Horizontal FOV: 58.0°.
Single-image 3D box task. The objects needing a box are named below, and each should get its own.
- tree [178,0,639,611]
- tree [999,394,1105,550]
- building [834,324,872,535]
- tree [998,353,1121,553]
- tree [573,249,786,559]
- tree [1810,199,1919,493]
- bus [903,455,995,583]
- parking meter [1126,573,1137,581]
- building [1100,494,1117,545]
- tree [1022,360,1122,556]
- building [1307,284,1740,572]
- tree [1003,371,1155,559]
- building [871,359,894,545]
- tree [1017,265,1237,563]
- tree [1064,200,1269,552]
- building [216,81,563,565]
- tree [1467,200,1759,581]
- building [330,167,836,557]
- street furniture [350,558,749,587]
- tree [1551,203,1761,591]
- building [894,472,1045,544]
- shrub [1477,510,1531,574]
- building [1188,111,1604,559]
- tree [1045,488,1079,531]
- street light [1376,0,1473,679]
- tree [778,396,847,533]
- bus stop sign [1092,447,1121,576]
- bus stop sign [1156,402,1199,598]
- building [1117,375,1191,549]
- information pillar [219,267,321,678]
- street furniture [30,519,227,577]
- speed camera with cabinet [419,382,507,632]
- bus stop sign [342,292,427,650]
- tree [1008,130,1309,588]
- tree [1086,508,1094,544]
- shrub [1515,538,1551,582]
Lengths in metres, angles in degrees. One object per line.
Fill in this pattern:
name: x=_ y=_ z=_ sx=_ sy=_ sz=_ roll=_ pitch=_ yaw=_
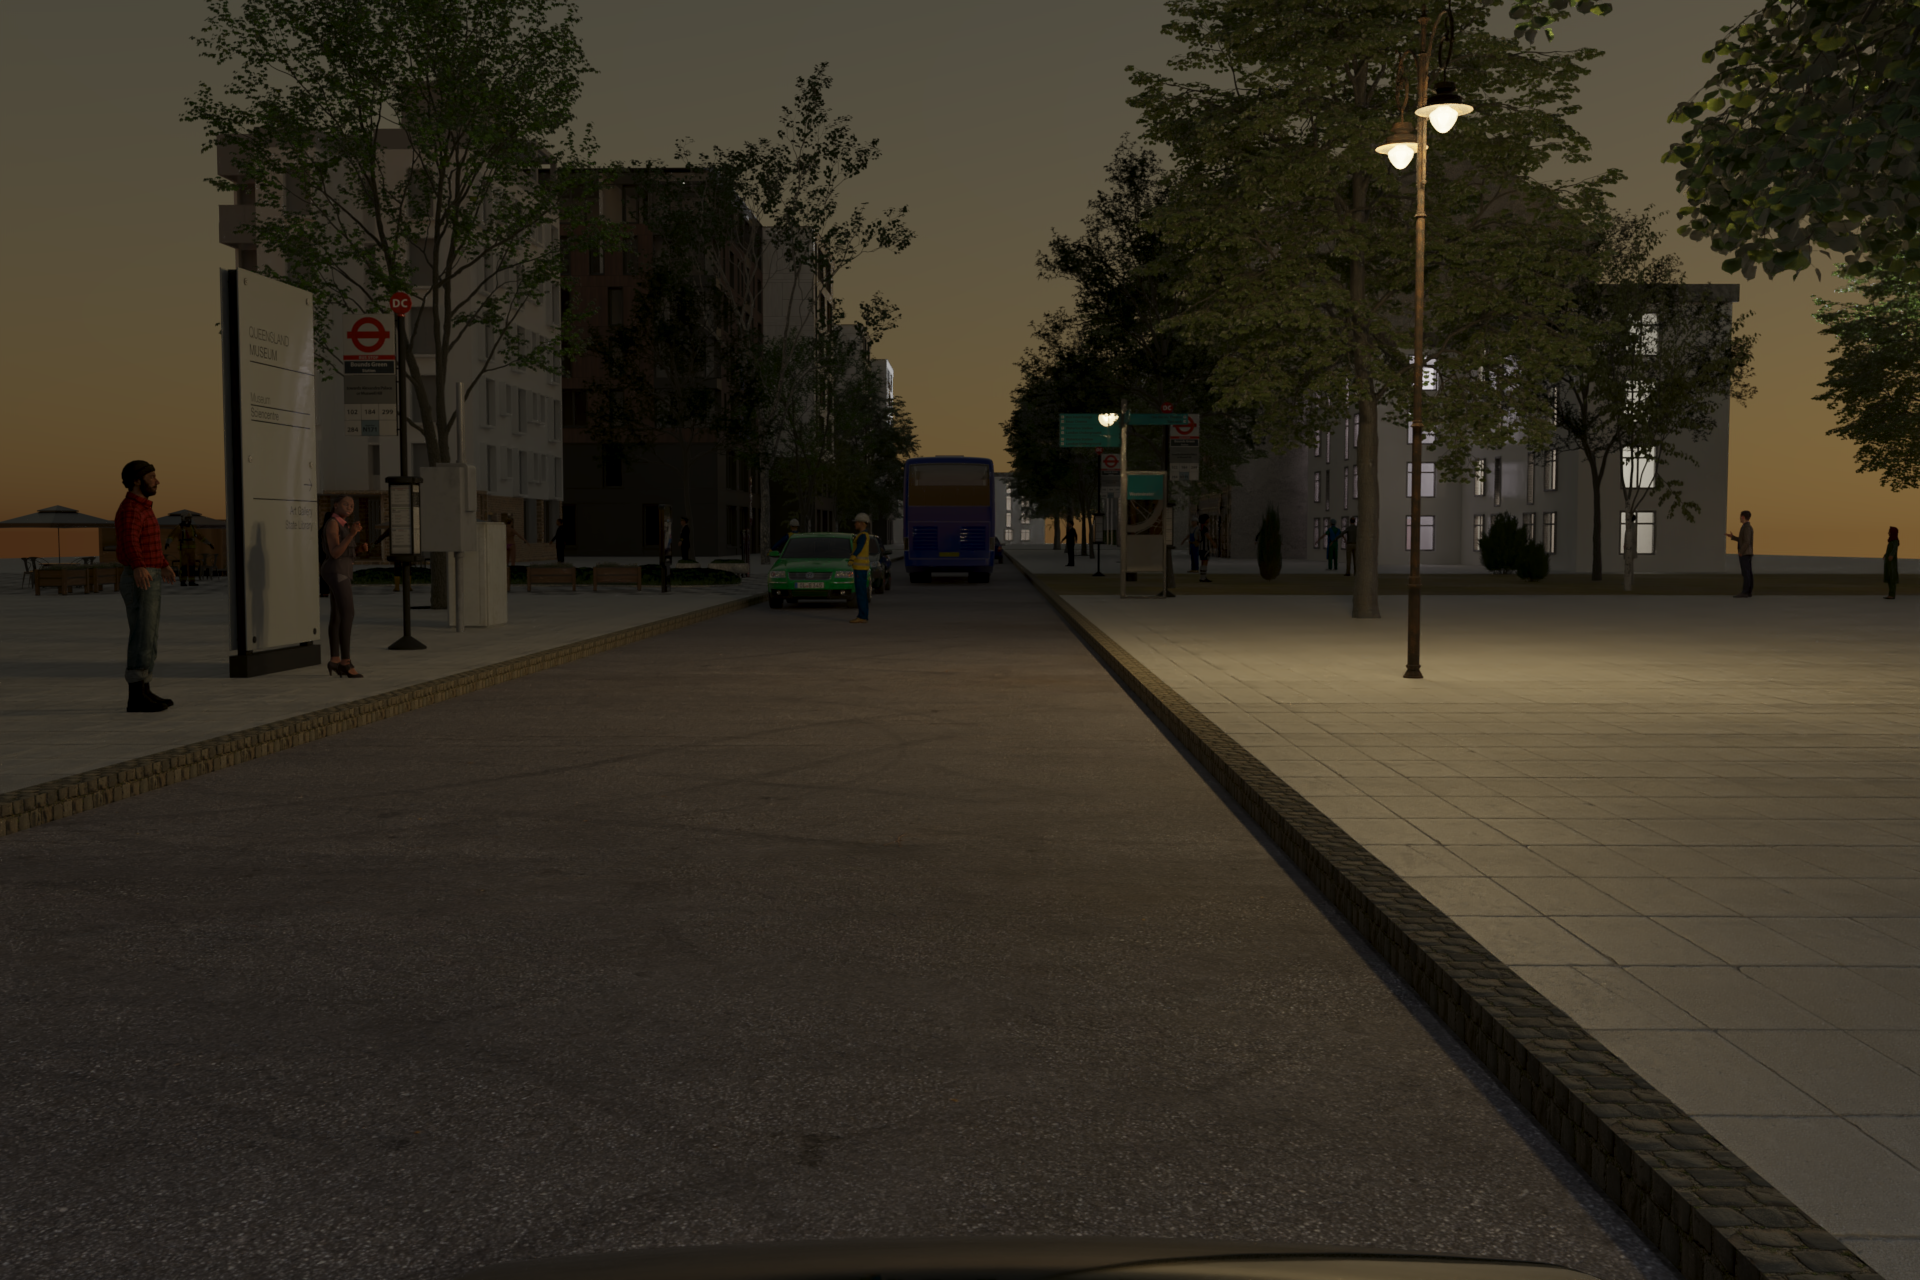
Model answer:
tree: x=-8.975 y=-6.340 z=29.413 sx=9.928 sy=11.665 sz=9.643 roll=0 pitch=3 yaw=0
tree: x=7.775 y=-14.210 z=138.980 sx=9.857 sy=13.997 sz=8.962 roll=0 pitch=3 yaw=0
building: x=-23.390 y=-19.743 z=166.765 sx=27.936 sy=21.610 sz=32.646 roll=0 pitch=4 yaw=1
tree: x=7.406 y=-12.853 z=116.796 sx=9.857 sy=13.997 sz=8.962 roll=0 pitch=3 yaw=0
tree: x=-9.238 y=-7.527 z=57.474 sx=7.601 sy=10.594 sz=8.767 roll=0 pitch=4 yaw=-1
tree: x=29.032 y=-8.164 z=51.609 sx=7.486 sy=12.596 sz=7.792 roll=0 pitch=3 yaw=0
bus: x=-0.299 y=-3.794 z=53.578 sx=2.896 sy=3.916 sz=12.251 roll=0 pitch=3 yaw=0
parking meter: x=4.631 y=-2.362 z=47.028 sx=0.372 sy=1.533 sz=0.369 roll=0 pitch=3 yaw=0
building: x=25.988 y=-20.794 z=206.443 sx=16.747 sy=18.905 sz=31.486 roll=0 pitch=4 yaw=1
tree: x=7.111 y=-10.727 z=101.135 sx=9.928 sy=11.665 sz=9.643 roll=0 pitch=3 yaw=0
building: x=21.641 y=-7.960 z=72.294 sx=9.099 sy=9.664 sz=28.070 roll=0 pitch=4 yaw=0
tree: x=6.721 y=-9.524 z=90.124 sx=8.767 sy=10.594 sz=7.601 roll=-2 pitch=4 yaw=-32
building: x=-22.448 y=-21.792 z=200.278 sx=27.936 sy=21.610 sz=32.646 roll=0 pitch=4 yaw=1
tree: x=7.761 y=-10.217 z=77.413 sx=12.009 sy=13.543 sz=11.850 roll=0 pitch=3 yaw=0
tree: x=7.284 y=-8.661 z=59.733 sx=7.486 sy=12.596 sz=7.792 roll=0 pitch=3 yaw=0
building: x=-25.066 y=-13.298 z=73.850 sx=16.016 sy=20.090 sz=11.380 roll=0 pitch=4 yaw=1
tree: x=17.787 y=-6.924 z=47.619 sx=8.767 sy=10.594 sz=7.601 roll=3 pitch=5 yaw=41
building: x=-23.646 y=-16.480 z=113.416 sx=27.936 sy=21.610 sz=32.646 roll=0 pitch=4 yaw=2
street furniture: x=-10.288 y=-1.775 z=44.643 sx=10.072 sy=0.657 sz=5.734 roll=1 pitch=4 yaw=10
tree: x=15.210 y=-5.407 z=38.772 sx=4.737 sy=8.622 sz=4.395 roll=0 pitch=3 yaw=0
building: x=-2.472 y=-17.494 z=230.632 sx=28.070 sy=9.664 sz=9.099 roll=0 pitch=4 yaw=-8
shrub: x=17.412 y=-3.143 z=55.433 sx=1.661 sy=2.075 sz=1.752 roll=0 pitch=3 yaw=0
building: x=23.333 y=-16.323 z=97.814 sx=19.493 sy=23.208 sz=18.063 roll=0 pitch=4 yaw=1
tree: x=8.040 y=-10.878 z=128.214 sx=4.360 sy=8.622 sz=3.978 roll=0 pitch=3 yaw=0
street light: x=4.042 y=-2.598 z=15.268 sx=0.468 sy=5.910 sz=1.993 roll=0 pitch=4 yaw=0
tree: x=-8.111 y=-8.733 z=93.139 sx=4.737 sy=8.622 sz=4.395 roll=0 pitch=3 yaw=0
bus stop sign: x=4.433 y=-3.903 z=52.512 sx=0.855 sy=3.939 sz=0.416 roll=0 pitch=4 yaw=1
bus stop sign: x=4.402 y=-2.837 z=35.084 sx=0.855 sy=3.939 sz=0.416 roll=0 pitch=4 yaw=1
building: x=24.450 y=-20.102 z=159.593 sx=19.493 sy=23.208 sz=18.063 roll=0 pitch=4 yaw=1
information pillar: x=-6.403 y=-1.518 z=16.141 sx=0.184 sy=3.620 sz=1.656 roll=0 pitch=4 yaw=2
street furniture: x=-23.364 y=-2.986 z=55.670 sx=9.812 sy=1.723 sz=11.010 roll=0 pitch=4 yaw=-1
speed camera with cabinet: x=-6.694 y=-1.776 z=23.375 sx=0.660 sy=3.252 sz=2.038 roll=0 pitch=4 yaw=1
bus stop sign: x=-6.383 y=-1.865 z=19.201 sx=0.855 sy=3.939 sz=0.416 roll=0 pitch=4 yaw=1
tree: x=4.629 y=-6.505 z=40.776 sx=7.601 sy=10.594 sz=8.767 roll=0 pitch=4 yaw=2
tree: x=17.500 y=-18.582 z=229.572 sx=9.928 sy=11.665 sz=9.643 roll=0 pitch=3 yaw=0
shrub: x=15.394 y=-2.167 z=46.544 sx=1.383 sy=1.207 sz=1.383 roll=0 pitch=3 yaw=0
